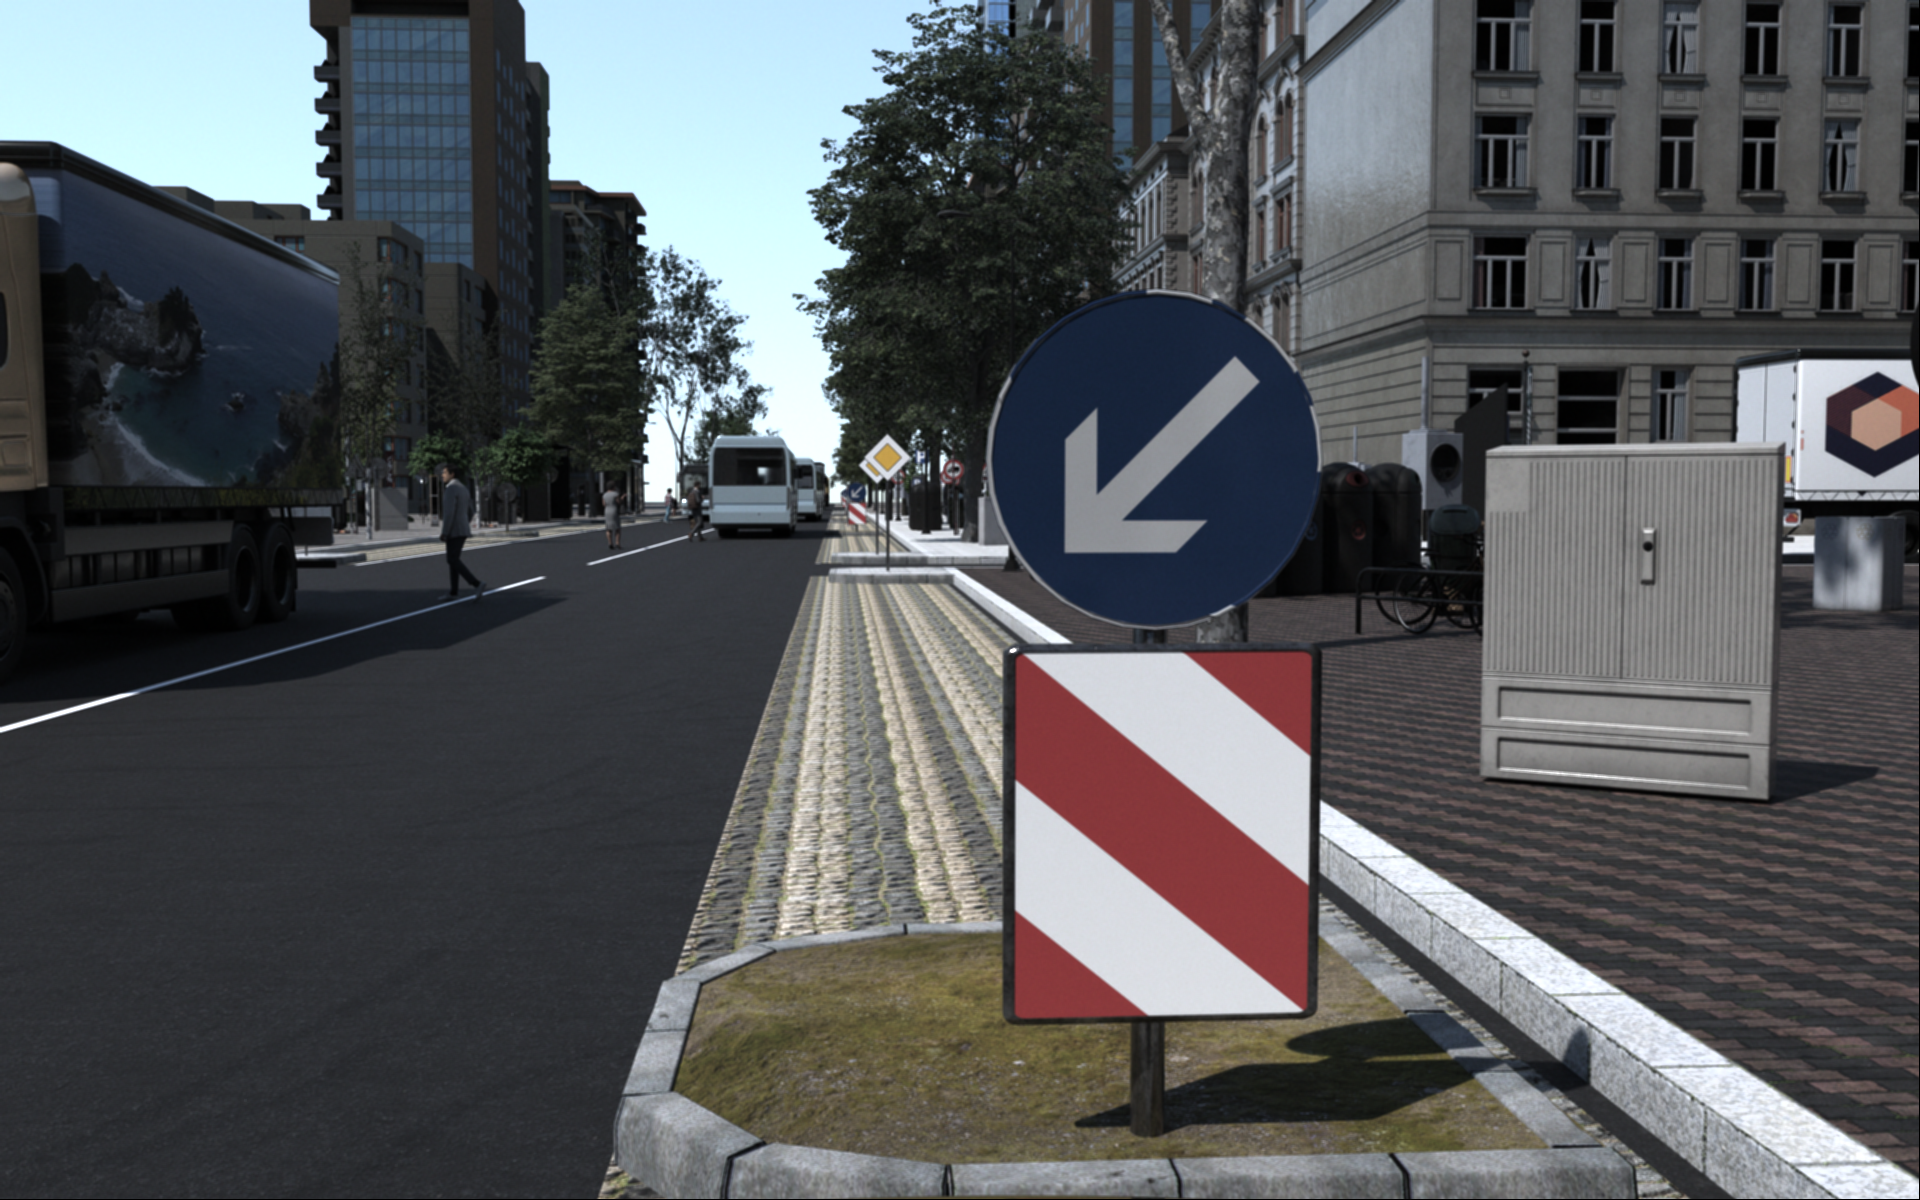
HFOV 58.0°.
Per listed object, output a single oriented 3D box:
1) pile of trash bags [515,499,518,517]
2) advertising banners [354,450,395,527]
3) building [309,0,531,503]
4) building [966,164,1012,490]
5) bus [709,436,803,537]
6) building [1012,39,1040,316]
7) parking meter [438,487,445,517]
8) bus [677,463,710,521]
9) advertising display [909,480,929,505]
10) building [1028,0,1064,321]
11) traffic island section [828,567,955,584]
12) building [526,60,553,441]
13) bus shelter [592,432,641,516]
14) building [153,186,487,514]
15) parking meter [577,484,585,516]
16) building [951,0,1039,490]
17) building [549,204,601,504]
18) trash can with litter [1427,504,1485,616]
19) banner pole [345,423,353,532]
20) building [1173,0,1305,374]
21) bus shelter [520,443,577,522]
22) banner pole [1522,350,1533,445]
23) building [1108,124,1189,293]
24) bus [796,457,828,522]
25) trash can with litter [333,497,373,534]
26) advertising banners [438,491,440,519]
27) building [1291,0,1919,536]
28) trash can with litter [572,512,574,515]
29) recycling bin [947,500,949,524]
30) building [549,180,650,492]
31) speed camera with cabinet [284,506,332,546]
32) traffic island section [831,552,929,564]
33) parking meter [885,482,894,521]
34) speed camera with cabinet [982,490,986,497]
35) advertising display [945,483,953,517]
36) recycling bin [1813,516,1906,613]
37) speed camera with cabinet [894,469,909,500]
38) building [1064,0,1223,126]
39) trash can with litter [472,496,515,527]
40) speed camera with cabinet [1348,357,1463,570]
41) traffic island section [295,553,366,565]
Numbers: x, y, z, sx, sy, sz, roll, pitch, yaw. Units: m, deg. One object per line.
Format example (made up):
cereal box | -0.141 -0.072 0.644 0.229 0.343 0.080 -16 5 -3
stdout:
pile of trash bags | -24.217 -5.393 97.929 1.912 1.369 3.447 -1 4 -14
advertising banners | -23.252 -4.446 68.872 0.090 3.025 2.074 2 4 31
building | -44.282 -30.242 144.560 14.600 45.320 14.200 0 4 -4
building | 12.196 -34.971 226.395 22.147 44.769 28.867 0 4 -4
bus | -7.122 -4.057 61.188 2.948 3.499 13.247 0 4 -4
building | 12.625 -31.656 167.694 14.600 45.320 14.200 0 4 -4
parking meter | -28.320 -5.435 94.576 0.399 1.863 0.255 -3 4 -38
bus | -13.342 -6.127 95.043 2.948 3.499 13.247 0 4 -2
advertising display | -1.923 -4.652 81.274 0.974 1.923 0.123 -2 4 -28
building | 17.611 -32.168 145.550 23.786 49.044 30.456 0 4 -4
traffic island section | -1.179 -0.401 28.836 2.009 0.180 2.903 0 4 -4
building | -45.616 -29.061 158.743 14.154 41.232 14.086 0 4 -4
bus shelter | -20.827 -7.763 104.548 2.179 5.291 8.768 0 4 -4
building | -50.667 -17.015 123.231 27.650 21.520 28.899 0 4 -4
parking meter | -22.136 -5.841 101.214 0.399 1.863 0.255 -2 4 -34
building | 10.290 -57.631 254.939 22.319 86.520 31.000 0 4 -4
building | -58.842 -32.141 217.391 32.217 40.220 23.993 0 4 -4
trash can with litter | 5.342 -0.440 18.584 0.624 1.170 1.055 1 4 18
banner pole | -20.945 -4.240 59.343 0.401 3.779 0.863 -2 4 -34
building | 19.013 -17.999 81.681 14.401 28.519 23.554 0 4 -4
bus shelter | -19.579 -5.583 82.558 1.731 3.624 6.357 0 4 -4
banner pole | 9.773 -2.439 29.889 0.401 3.779 0.863 0 4 8
building | 15.300 -16.787 103.339 11.050 23.489 19.941 0 4 -4
bus | -8.799 -6.031 93.467 2.948 3.499 13.247 0 4 -3
trash can with litter | -20.189 -2.787 56.624 1.678 1.210 2.233 -2 4 -25
advertising banners | -27.267 -5.771 90.539 0.090 3.025 2.074 -1 4 -18
building | 27.850 -13.888 60.360 30.059 22.955 16.112 0 4 -4
trash can with litter | -23.353 -5.562 102.332 1.055 1.170 0.624 0 4 4
recycling bin | -0.096 -3.733 73.595 0.722 1.027 0.722 -1 4 -23
building | -55.922 -36.047 243.986 22.147 44.769 28.867 0 4 -4
speed camera with cabinet | -16.516 -2.942 42.436 2.038 3.252 0.660 -3 5 -43
traffic island section | -1.736 -0.888 36.802 2.009 0.180 2.903 0 4 -4
parking meter | -3.420 -4.778 83.828 0.399 1.863 0.255 0 4 1
speed camera with cabinet | 1.319 -4.441 66.951 2.038 3.252 0.660 3 4 37
advertising display | -0.596 -5.546 95.889 0.123 1.923 0.974 1 4 23
recycling bin | 9.956 -0.405 19.183 0.722 1.027 0.722 -3 5 -43
speed camera with cabinet | -2.610 -6.074 93.639 2.038 3.252 0.660 3 4 37
building | 15.097 -28.932 123.148 14.600 45.320 14.200 0 4 -4
trash can with litter | -18.393 -3.445 67.386 1.678 1.210 2.233 -2 4 -31
speed camera with cabinet | 6.163 -1.850 24.583 2.038 3.252 0.660 -2 4 -25
traffic island section | -13.599 -0.838 35.979 2.009 0.180 2.903 0 4 -4
